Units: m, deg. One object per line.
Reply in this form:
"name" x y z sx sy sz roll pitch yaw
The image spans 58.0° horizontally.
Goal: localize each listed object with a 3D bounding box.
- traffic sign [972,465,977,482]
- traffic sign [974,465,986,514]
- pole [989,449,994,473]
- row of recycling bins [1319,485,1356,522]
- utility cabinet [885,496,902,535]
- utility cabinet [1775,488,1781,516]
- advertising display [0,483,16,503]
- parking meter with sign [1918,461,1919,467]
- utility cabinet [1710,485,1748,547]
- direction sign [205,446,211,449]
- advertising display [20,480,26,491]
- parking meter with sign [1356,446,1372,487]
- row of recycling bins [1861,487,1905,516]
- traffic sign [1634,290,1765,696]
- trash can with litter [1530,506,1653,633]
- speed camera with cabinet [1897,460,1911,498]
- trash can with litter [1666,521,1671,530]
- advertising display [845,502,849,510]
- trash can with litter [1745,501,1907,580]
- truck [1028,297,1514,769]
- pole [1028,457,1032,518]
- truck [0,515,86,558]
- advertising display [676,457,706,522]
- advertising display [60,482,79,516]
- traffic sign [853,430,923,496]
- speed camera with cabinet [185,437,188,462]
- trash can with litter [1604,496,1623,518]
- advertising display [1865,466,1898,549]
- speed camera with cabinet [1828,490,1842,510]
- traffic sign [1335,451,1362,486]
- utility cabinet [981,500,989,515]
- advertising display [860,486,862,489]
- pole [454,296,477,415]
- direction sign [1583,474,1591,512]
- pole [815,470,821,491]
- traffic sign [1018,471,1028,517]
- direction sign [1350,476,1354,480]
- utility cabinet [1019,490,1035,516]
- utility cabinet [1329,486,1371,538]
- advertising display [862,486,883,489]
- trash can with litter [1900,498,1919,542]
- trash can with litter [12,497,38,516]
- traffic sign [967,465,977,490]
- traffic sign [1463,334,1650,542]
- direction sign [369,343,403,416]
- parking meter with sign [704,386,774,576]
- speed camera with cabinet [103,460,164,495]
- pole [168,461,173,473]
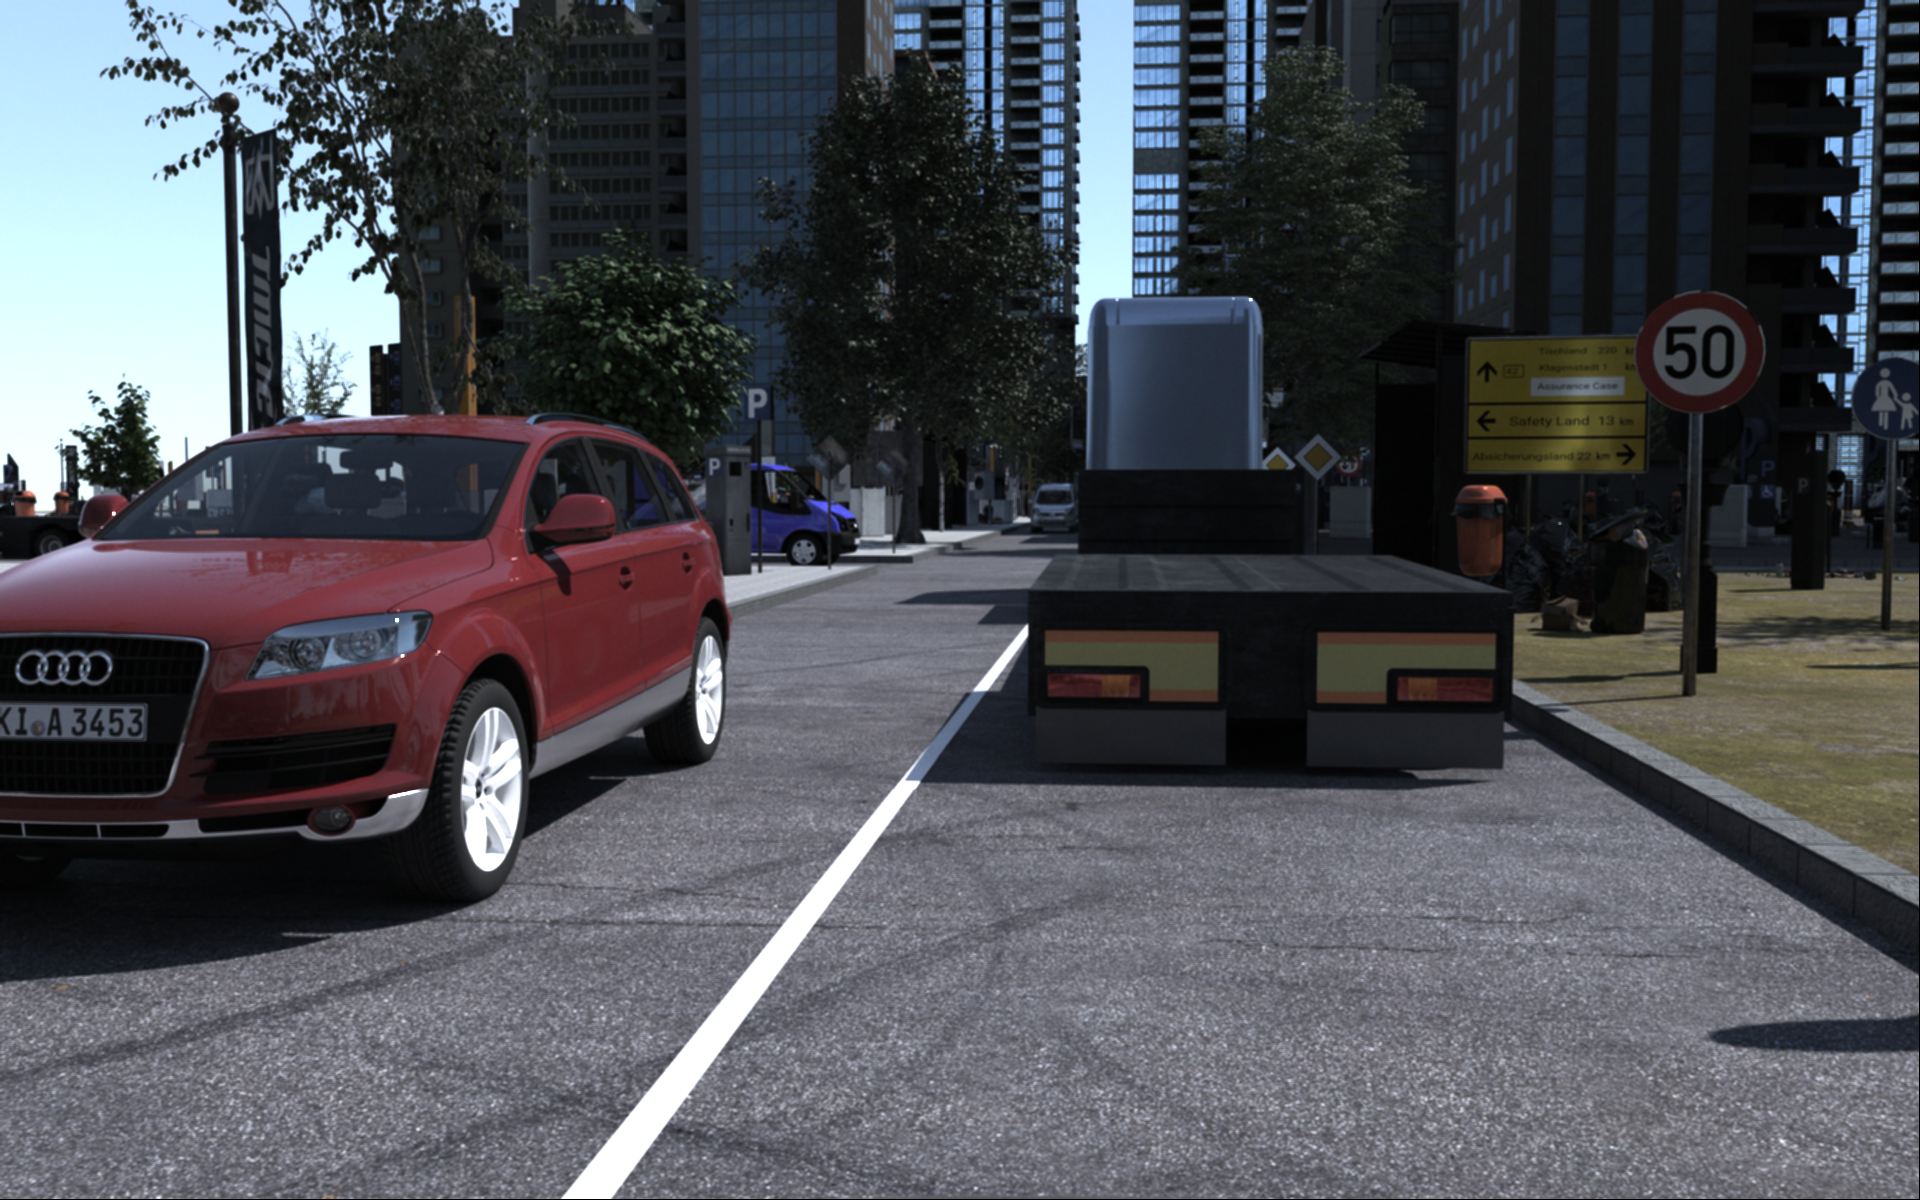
"traffic sign" 0.712 -4.701 76.868 0.884 2.594 0.081 1 4 11
"traffic sign" 0.816 -4.668 76.432 0.768 2.556 0.104 1 4 12
"pole" 1.434 -5.161 78.227 0.158 3.312 0.155 0 3 0
"row of recycling bins" 17.097 -4.464 80.106 3.534 1.692 1.069 -2 4 -29
"utility cabinet" -2.111 -2.685 55.063 1.020 1.237 0.306 -1 4 -22
"utility cabinet" 27.240 -3.070 58.865 1.173 1.500 0.318 0 4 0
"advertising display" -56.470 -5.959 102.648 0.974 1.923 0.123 0 4 -1
"parking meter with sign" 50.314 -5.755 90.355 0.543 3.016 1.738 2 4 27
"utility cabinet" 18.150 -2.001 41.396 1.173 1.500 0.318 3 5 41
"direction sign" -35.497 -5.522 82.282 0.379 3.537 0.876 1 4 16
"advertising display" -42.647 -4.505 78.870 0.123 1.923 0.974 -2 4 -34
"parking meter with sign" 14.769 -4.098 63.262 0.543 3.016 1.738 1 4 15
"row of recycling bins" 51.535 -5.479 96.698 1.069 1.692 3.534 0 4 0
"traffic sign" 4.641 -0.663 10.948 0.768 2.556 0.104 1 4 14
"trash can with litter" 5.869 -0.288 16.099 1.055 1.170 0.624 2 4 31
"speed camera with cabinet" 53.527 -6.422 99.339 2.038 3.252 0.660 -1 4 -12
"trash can with litter" 25.852 -3.111 62.248 1.055 1.170 0.624 -2 4 -34
"advertising display" -6.712 -5.994 103.220 0.123 1.923 0.974 -1 4 -10
"trash can with litter" 13.420 -0.954 26.656 1.678 1.210 2.233 -1 4 -22
"truck" 2.405 -1.724 17.954 2.967 4.110 18.799 0 4 5
"pole" 3.753 -6.078 93.219 0.158 3.312 0.155 0 3 0
"truck" -23.987 -2.790 35.368 18.799 4.110 2.967 0 4 5
"advertising display" -4.587 -1.507 29.857 0.974 1.923 0.123 1 4 10
"advertising display" -48.289 -5.426 93.928 0.974 1.923 0.123 0 4 7
"traffic sign" -2.317 -3.769 55.500 2.265 3.308 0.079 0 4 6
"speed camera with cabinet" -26.031 -4.020 60.061 2.038 3.252 0.660 0 4 4
"trash can with litter" 19.055 -2.484 51.676 2.233 1.210 1.678 1 4 13
"advertising display" 21.537 -2.159 40.512 0.123 1.923 0.974 0 4 -7
"speed camera with cabinet" 39.981 -5.256 80.276 0.660 3.252 2.038 -1 4 -9
"traffic sign" 11.467 -3.123 51.163 0.768 2.556 0.104 1 4 8
"utility cabinet" 1.129 -4.406 83.195 1.020 1.237 0.306 0 4 6
"advertising display" -5.066 -5.288 91.680 0.123 1.923 0.974 -1 4 -22
"pole" -5.100 -1.473 17.925 0.158 3.312 0.155 0 3 0
"direction sign" 25.376 -4.780 70.153 0.379 3.537 0.876 3 5 41
"pole" -5.544 -4.513 67.636 0.158 3.312 0.155 0 3 0
"traffic sign" 3.493 -5.828 95.397 0.768 2.556 0.104 1 4 12
"direction sign" 21.840 -6.444 97.362 0.876 3.537 0.379 -3 4 -38
"utility cabinet" 3.905 -5.707 101.989 1.173 1.500 0.318 -3 5 -43
"utility cabinet" 11.250 -2.521 49.894 1.173 1.500 0.318 3 5 42
"advertising display" -4.400 -5.064 88.013 0.974 1.923 0.123 1 4 22
"trash can with litter" 25.495 -2.111 45.903 1.055 1.170 0.624 -2 4 -29
"trash can with litter" -50.989 -5.091 94.302 2.233 1.210 1.678 0 4 -3
"traffic sign" 0.350 -4.611 75.502 0.768 2.556 0.104 1 4 12
"traffic sign" 7.649 -1.737 22.267 2.265 3.308 0.079 1 4 12
"direction sign" -8.684 -2.097 26.279 0.876 3.537 0.379 3 5 41
"parking meter with sign" -3.695 -1.906 27.423 0.543 3.016 1.738 2 4 32
"speed camera with cabinet" -20.779 -3.012 43.585 0.660 3.252 2.038 0 4 3
"pole" -50.460 -7.142 110.612 0.158 3.312 0.155 0 3 0
